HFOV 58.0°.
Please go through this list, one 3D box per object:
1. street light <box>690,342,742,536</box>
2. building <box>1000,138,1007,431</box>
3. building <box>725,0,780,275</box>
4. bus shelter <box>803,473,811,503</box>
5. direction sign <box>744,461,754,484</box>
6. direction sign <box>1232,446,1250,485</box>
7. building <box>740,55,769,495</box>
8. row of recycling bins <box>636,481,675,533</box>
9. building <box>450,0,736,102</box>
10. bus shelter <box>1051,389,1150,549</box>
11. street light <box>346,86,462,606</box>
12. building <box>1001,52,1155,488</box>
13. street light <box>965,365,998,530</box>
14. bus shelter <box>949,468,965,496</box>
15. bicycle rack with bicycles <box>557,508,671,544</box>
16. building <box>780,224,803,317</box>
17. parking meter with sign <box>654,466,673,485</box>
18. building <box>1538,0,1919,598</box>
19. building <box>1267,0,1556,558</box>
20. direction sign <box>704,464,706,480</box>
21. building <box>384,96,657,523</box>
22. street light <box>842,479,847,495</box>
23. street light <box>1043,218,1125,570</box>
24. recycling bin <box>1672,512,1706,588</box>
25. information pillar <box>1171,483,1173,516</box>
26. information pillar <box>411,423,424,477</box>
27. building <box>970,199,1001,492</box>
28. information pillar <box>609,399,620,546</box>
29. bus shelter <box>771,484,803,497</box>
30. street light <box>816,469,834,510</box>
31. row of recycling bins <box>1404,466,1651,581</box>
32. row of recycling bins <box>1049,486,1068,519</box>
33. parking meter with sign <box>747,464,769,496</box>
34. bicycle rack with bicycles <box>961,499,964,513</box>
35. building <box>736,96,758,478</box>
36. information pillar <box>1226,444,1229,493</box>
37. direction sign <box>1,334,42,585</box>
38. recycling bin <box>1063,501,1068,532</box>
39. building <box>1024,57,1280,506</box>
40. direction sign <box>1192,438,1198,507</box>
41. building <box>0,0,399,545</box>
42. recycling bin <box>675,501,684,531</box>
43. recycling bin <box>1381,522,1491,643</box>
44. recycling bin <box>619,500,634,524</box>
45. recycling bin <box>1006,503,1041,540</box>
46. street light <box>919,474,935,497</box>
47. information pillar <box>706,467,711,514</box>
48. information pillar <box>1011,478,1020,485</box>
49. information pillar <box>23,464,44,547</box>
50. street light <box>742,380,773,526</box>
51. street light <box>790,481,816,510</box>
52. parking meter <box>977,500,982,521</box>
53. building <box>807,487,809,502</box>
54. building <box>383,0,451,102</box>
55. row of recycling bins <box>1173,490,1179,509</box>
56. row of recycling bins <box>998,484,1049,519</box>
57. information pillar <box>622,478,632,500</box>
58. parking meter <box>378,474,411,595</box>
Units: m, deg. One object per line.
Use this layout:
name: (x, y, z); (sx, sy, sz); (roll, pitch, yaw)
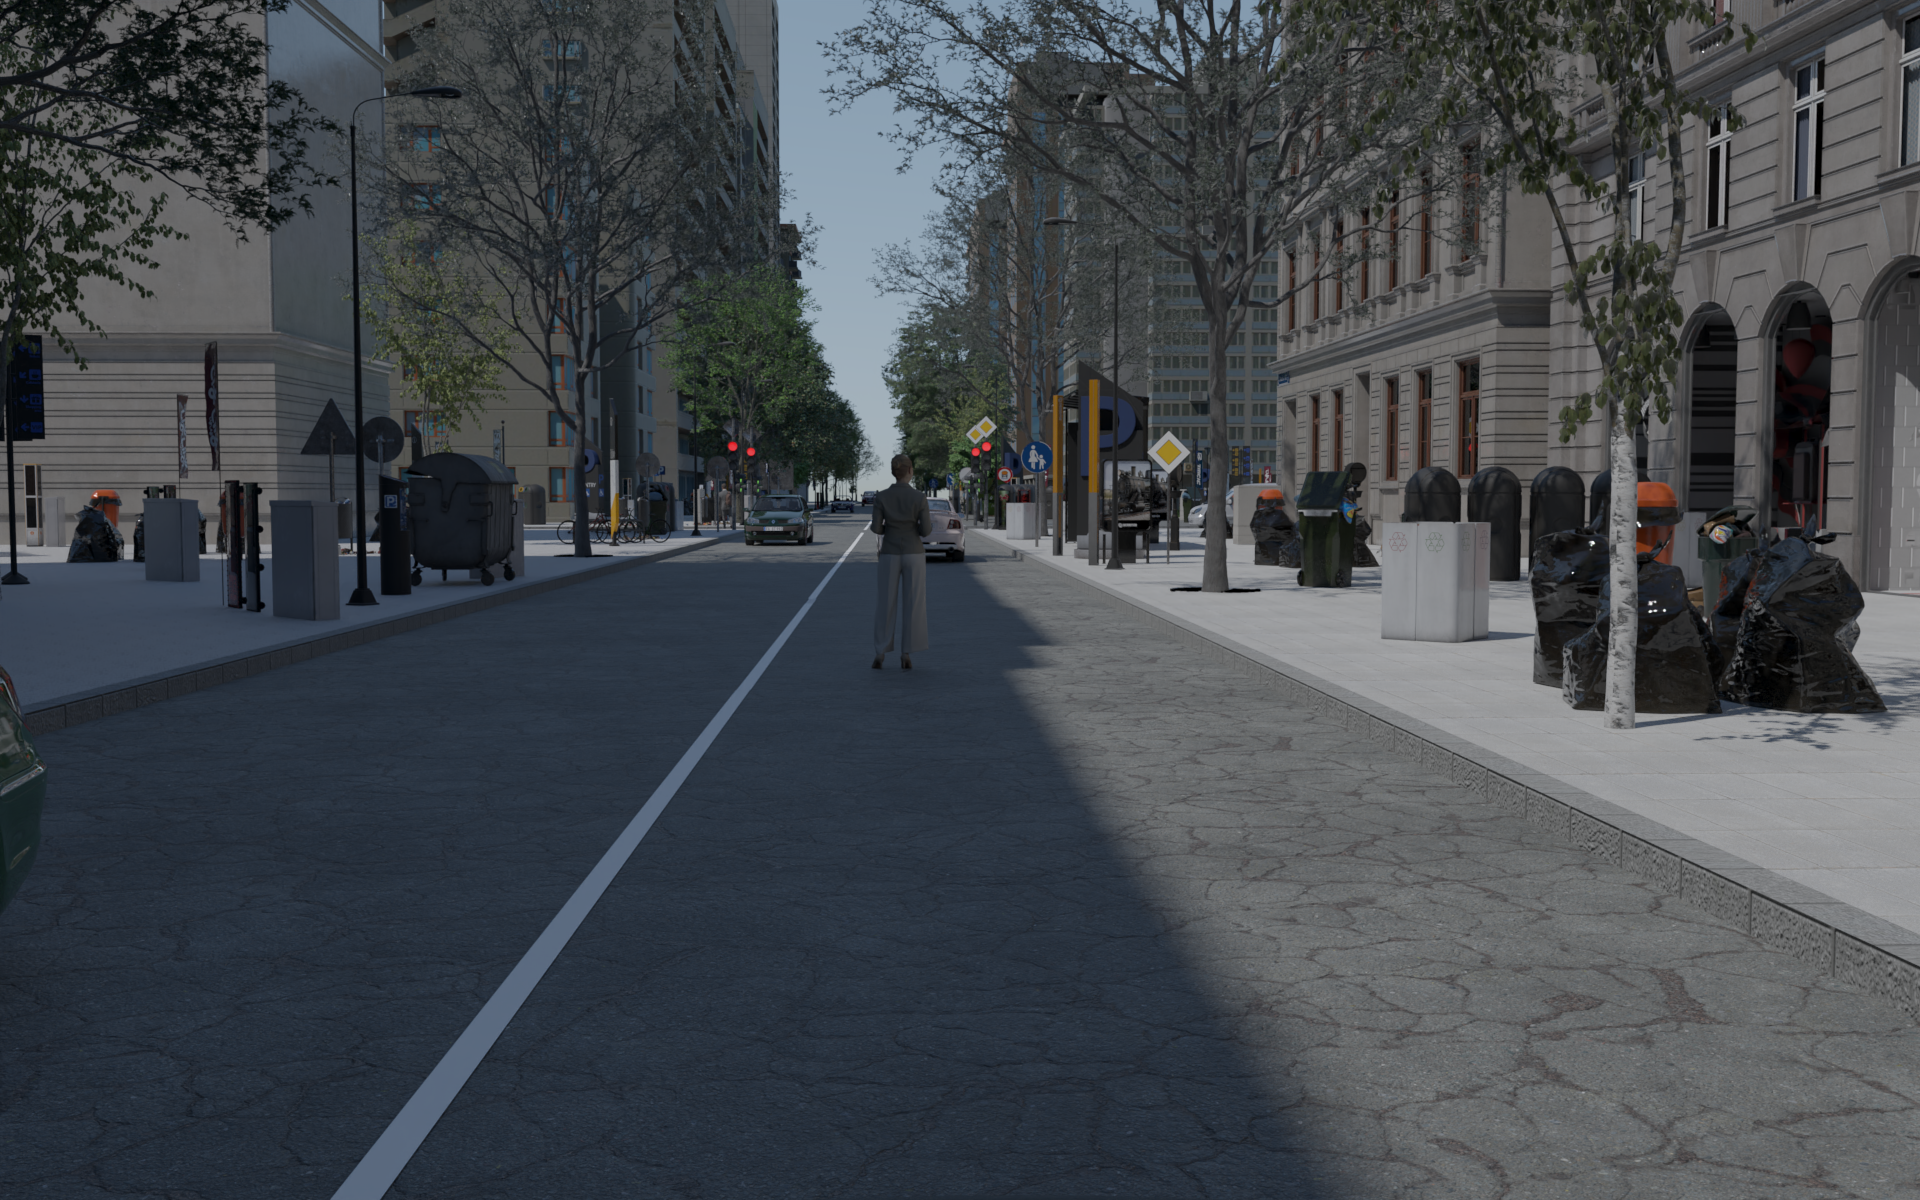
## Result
street light: (-7.547, -4.918, 52.953); (1.470, 5.913, 1.316); (0, 4, -2)
building: (16.048, -33.281, 198.770); (22.147, 44.769, 28.867); (0, 4, -2)
building: (-33.847, -49.393, 245.832); (20.563, 71.187, 20.611); (0, 4, -2)
bus shelter: (-12.580, -8.624, 134.927); (2.014, 3.302, 5.546); (0, 4, -2)
direction sign: (-12.071, -6.562, 99.291); (0.876, 3.537, 0.379); (0, 4, -4)
direction sign: (13.200, -5.470, 81.438); (0.876, 3.537, 0.379); (2, 4, 24)
building: (-32.350, -34.649, 190.211); (21.300, 48.544, 21.600); (0, 4, -2)
row of recycling bins: (-10.194, -3.105, 57.877); (1.069, 1.692, 3.534); (0, 4, -1)
building: (-31.466, -32.461, 154.437); (21.300, 48.544, 21.600); (0, 4, -2)
bus shelter: (3.347, -3.100, 41.973); (1.731, 3.624, 6.357); (0, 4, -2)
street light: (-6.371, -2.895, 19.874); (1.470, 5.913, 1.316); (0, 4, -2)
building: (12.177, -32.231, 177.092); (14.600, 45.320, 14.200); (0, 4, -2)
street light: (0.765, -5.493, 62.357); (1.470, 5.913, 1.316); (0, 4, -2)
bus shelter: (0.010, -9.958, 140.448); (2.179, 5.291, 8.768); (0, 4, -2)
bicycle rack with bicycles: (-9.047, -1.955, 45.352); (2.925, 0.926, 2.852); (-1, 4, -12)
building: (-36.085, -37.725, 271.429); (22.147, 44.769, 28.867); (0, 4, -2)
parking meter with sign: (-18.321, -6.874, 108.656); (0.543, 3.016, 1.738); (1, 4, 20)
building: (17.515, -10.973, 21.211); (13.314, 21.916, 24.055); (0, 4, -2)
building: (15.302, -12.713, 44.011); (11.583, 22.565, 21.152); (0, 4, -2)
direction sign: (-16.071, -7.210, 109.885); (0.379, 3.537, 0.876); (-2, 4, -27)
building: (-31.813, -15.023, 90.669); (27.650, 21.520, 28.899); (0, 4, -2)
street light: (-12.536, -12.655, 179.457); (1.470, 5.913, 1.316); (0, 4, -2)
street light: (2.091, -3.471, 29.284); (1.470, 5.913, 1.316); (0, 4, -2)
recycling bin: (9.734, -0.690, 23.839); (0.722, 1.027, 0.722); (-2, 4, -28)
information pillar: (10.296, -4.944, 85.323); (0.304, 2.012, 0.304); (-1, 4, -16)
information pillar: (-17.838, -4.013, 56.973); (0.504, 3.616, 0.183); (2, 4, 29)
building: (9.298, -36.985, 254.822); (14.600, 45.320, 14.200); (0, 4, -2)
information pillar: (-8.476, -3.126, 42.470); (0.183, 3.616, 0.504); (-2, 4, -25)
bus shelter: (-11.758, -7.411, 115.085); (2.014, 3.302, 5.546); (0, 4, -2)
street light: (-10.868, -10.029, 136.518); (1.470, 5.913, 1.316); (0, 4, -2)
row of recycling bins: (8.436, -1.141, 25.765); (3.534, 1.692, 1.069); (1, 4, 9)
row of recycling bins: (5.570, -4.871, 86.752); (1.069, 1.692, 3.534); (-3, 5, -43)
parking meter with sign: (-11.612, -6.173, 97.188); (1.738, 3.016, 0.543); (-1, 4, -15)
bicycle rack with bicycles: (0.457, -6.224, 115.149); (2.925, 0.926, 2.852); (0, 4, 7)
building: (-27.658, -29.920, 172.794); (14.154, 41.232, 14.086); (0, 4, -2)
information pillar: (10.646, -4.804, 69.892); (0.504, 3.616, 0.183); (-3, 4, -36)
direction sign: (-13.443, -1.990, 24.533); (0.876, 3.537, 0.379); (-2, 4, -30)
recycling bin: (3.984, -2.871, 59.493); (0.722, 1.027, 0.722); (2, 4, 23)
building: (22.354, -28.544, 158.570); (32.217, 40.220, 23.993); (0, 4, -2)
direction sign: (9.593, -4.816, 70.736); (0.379, 3.537, 0.876); (1, 4, 20)
building: (-27.284, -12.949, 47.881); (21.152, 22.565, 11.583); (0, 4, -2)
recycling bin: (-10.130, -2.942, 60.651); (0.722, 1.027, 0.722); (1, 4, 11)
recycling bin: (4.215, -0.171, 15.345); (0.722, 1.027, 0.722); (3, 5, 41)
recycling bin: (-14.510, -3.816, 74.952); (0.722, 1.027, 0.722); (-1, 4, -19)
recycling bin: (1.796, -2.222, 48.887); (0.722, 1.027, 0.722); (-3, 5, -41)
street light: (-2.881, -11.181, 155.356); (1.470, 5.913, 1.316); (0, 4, -2)
information pillar: (-13.981, -6.419, 96.301); (0.183, 3.616, 0.504); (1, 4, 15)
information pillar: (2.484, -4.493, 77.952); (0.304, 2.012, 0.304); (2, 4, 27)
information pillar: (-22.549, -2.304, 42.162); (0.304, 2.012, 0.304); (0, 4, -6)
street light: (-8.290, -5.983, 70.368); (1.470, 5.913, 1.316); (0, 4, -2)
street light: (-9.552, -8.006, 103.444); (1.470, 5.913, 1.316); (0, 4, -2)
parking meter: (0.889, -4.501, 82.009); (0.372, 1.533, 0.369); (0, 3, 0)
building: (-33.111, -31.937, 293.876); (14.160, 30.474, 14.107); (0, 4, -2)
building: (-30.662, -30.890, 128.745); (21.300, 48.544, 21.600); (0, 4, -2)
row of recycling bins: (12.728, -6.493, 113.272); (3.534, 1.692, 1.069); (-2, 4, -29)
row of recycling bins: (2.468, -3.998, 72.478); (1.069, 1.692, 3.534); (2, 4, 25)
information pillar: (-15.486, -4.655, 80.600); (0.304, 2.012, 0.304); (1, 4, 20)
parking meter: (-7.199, -0.835, 22.071); (0.372, 1.533, 0.369); (0, 3, 0)
